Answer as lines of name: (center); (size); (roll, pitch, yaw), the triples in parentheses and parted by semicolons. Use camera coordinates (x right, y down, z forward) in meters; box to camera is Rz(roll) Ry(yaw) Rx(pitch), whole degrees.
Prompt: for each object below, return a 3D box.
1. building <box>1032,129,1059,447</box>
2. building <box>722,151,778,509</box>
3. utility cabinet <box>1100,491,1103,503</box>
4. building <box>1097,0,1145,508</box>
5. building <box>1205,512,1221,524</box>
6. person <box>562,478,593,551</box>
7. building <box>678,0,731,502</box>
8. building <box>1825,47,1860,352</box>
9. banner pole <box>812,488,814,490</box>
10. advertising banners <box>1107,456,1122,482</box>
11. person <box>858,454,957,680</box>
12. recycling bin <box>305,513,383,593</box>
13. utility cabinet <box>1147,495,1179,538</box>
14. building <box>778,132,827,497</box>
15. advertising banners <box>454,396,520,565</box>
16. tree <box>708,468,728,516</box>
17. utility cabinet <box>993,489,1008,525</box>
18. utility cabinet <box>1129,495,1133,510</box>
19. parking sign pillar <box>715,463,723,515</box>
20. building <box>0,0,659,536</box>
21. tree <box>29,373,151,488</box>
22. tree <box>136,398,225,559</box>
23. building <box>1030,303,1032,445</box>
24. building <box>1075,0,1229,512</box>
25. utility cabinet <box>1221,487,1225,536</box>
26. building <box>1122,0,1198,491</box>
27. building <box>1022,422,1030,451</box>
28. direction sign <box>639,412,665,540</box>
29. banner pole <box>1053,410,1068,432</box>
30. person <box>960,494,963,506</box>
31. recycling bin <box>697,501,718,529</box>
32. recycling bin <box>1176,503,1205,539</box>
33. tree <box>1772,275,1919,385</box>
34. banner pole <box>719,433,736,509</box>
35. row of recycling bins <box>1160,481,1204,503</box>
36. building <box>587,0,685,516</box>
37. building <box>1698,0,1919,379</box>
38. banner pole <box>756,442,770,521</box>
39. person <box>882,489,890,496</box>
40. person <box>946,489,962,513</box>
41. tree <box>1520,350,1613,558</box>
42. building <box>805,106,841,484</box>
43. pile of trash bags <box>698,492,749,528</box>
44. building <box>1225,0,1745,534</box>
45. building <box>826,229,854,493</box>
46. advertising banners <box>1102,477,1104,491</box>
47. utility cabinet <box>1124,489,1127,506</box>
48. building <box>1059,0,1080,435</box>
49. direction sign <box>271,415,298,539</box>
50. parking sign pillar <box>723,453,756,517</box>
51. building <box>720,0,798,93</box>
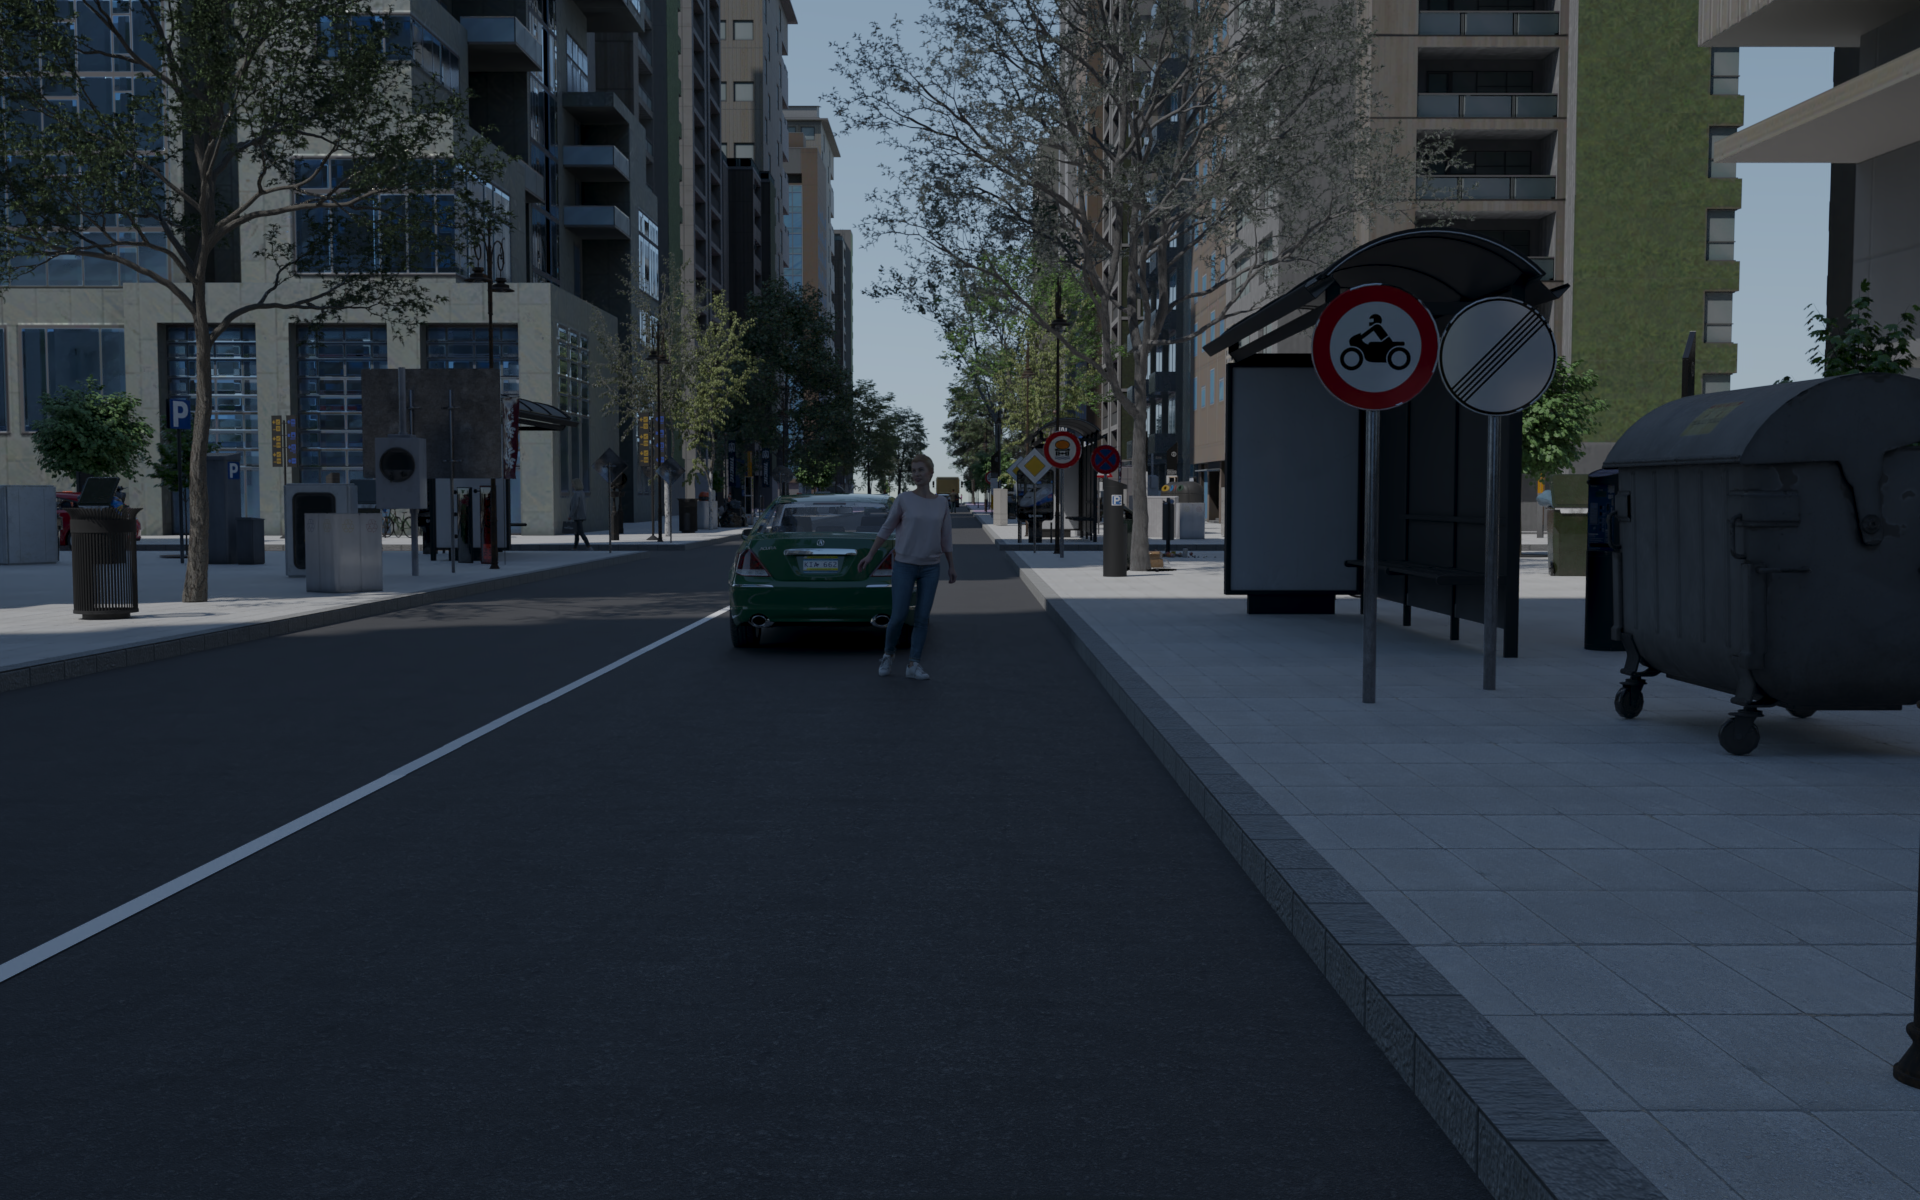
building: (20.475, -36.762, 224.759); (21.300, 48.544, 21.600); (0, 3, 0)
building: (-23.427, -23.044, 148.466); (14.160, 30.474, 14.107); (0, 3, 0)
utility cabinet: (8.688, -5.765, 102.941); (0.318, 1.500, 1.173); (-1, 4, -18)
building: (19.949, -42.553, 133.987); (20.563, 71.187, 20.611); (0, 3, 0)
building: (17.904, -25.962, 74.586); (14.600, 45.320, 14.200); (0, 3, 0)
person: (-8.933, -1.945, 40.489); (0.728, 1.800, 0.709); (1, 4, 11)
building: (-26.517, -42.280, 129.534); (20.563, 71.187, 20.611); (0, 3, 0)
building: (43.055, -26.670, 59.759); (21.600, 48.544, 21.300); (0, 3, 0)
banner pole: (-10.510, -7.978, 120.453); (0.863, 3.779, 0.401); (-1, 4, -12)
advertising banners: (7.224, -5.172, 80.749); (0.090, 3.025, 2.074); (-1, 4, -11)
person: (-0.455, -0.264, 13.493); (0.731, 1.740, 0.598); (-2, 4, -27)
recycling bin: (-8.111, -0.627, 22.803); (0.722, 1.027, 0.722); (3, 4, 37)
utility cabinet: (5.909, -2.440, 51.051); (1.020, 1.237, 0.306); (2, 4, 28)
building: (-24.223, -34.769, 218.587); (14.600, 45.320, 14.200); (0, 3, 0)
advertising banners: (-8.633, -2.166, 31.610); (2.074, 3.025, 0.090); (3, 5, 41)
tree: (-14.021, -6.414, 99.475); (1.663, 3.219, 1.824); (0, 3, 0)
utility cabinet: (1.652, -3.765, 70.238); (0.318, 1.500, 1.173); (-1, 4, -13)
utility cabinet: (8.414, -4.262, 80.843); (1.020, 1.237, 0.306); (2, 4, 24)
parking sign pillar: (-14.527, -7.041, 103.598); (1.447, 3.967, 1.447); (1, 4, 10)
building: (-23.666, -46.076, 66.013); (22.319, 86.520, 31.000); (0, 3, 0)
tree: (-23.605, -3.877, 47.097); (4.285, 4.588, 4.351); (0, 3, 0)
tree: (-15.678, -2.456, 34.752); (1.663, 3.219, 1.824); (0, 3, 0)
building: (16.740, -28.886, 243.991); (14.160, 30.474, 14.107); (0, 3, 0)
building: (17.588, -30.744, 152.768); (14.600, 45.320, 14.200); (0, 3, 0)
utility cabinet: (8.025, -2.653, 52.051); (0.318, 1.500, 1.173); (0, 4, 4)
building: (22.091, -29.672, 104.752); (23.786, 49.044, 30.456); (0, 3, 0)
building: (23.658, -25.751, 266.075); (27.650, 21.520, 28.899); (0, 3, 0)
direction sign: (-8.532, -3.428, 48.047); (0.876, 3.537, 0.379); (2, 4, 27)
banner pole: (2.965, -3.770, 51.659); (0.401, 3.779, 0.863); (-2, 4, -35)
person: (0.104, -12.364, 213.875); (0.599, 1.433, 0.991); (-1, 4, -18)
recycling bin: (-9.330, -3.095, 63.160); (0.722, 1.027, 0.722); (3, 4, 37)
recycling bin: (6.567, -2.250, 49.347); (0.722, 1.027, 0.722); (0, 4, -2)
tree: (8.092, -1.271, 15.379); (1.663, 3.219, 1.824); (0, 3, 0)
banner pole: (-9.392, -4.926, 70.565); (0.863, 3.779, 0.401); (3, 5, 42)
row of recycling bins: (7.341, -3.053, 57.024); (1.069, 1.692, 3.534); (0, 4, -4)
building: (-23.802, -25.339, 97.881); (14.154, 41.232, 14.086); (0, 3, 0)
building: (25.591, -26.016, 14.595); (28.713, 52.752, 27.495); (0, 3, 0)
banner pole: (-9.406, -5.676, 82.815); (0.863, 3.779, 0.401); (2, 4, 33)
person: (-5.728, -7.573, 132.458); (1.348, 1.807, 0.705); (-1, 4, -19)
person: (-0.502, -7.518, 131.449); (1.348, 1.821, 0.705); (0, 4, -1)
tree: (11.585, -3.168, 35.514); (4.285, 4.588, 4.351); (0, 3, 0)
building: (-31.474, -39.750, 239.154); (28.713, 52.752, 27.495); (0, 3, 0)
pile of trash bags: (-9.313, -3.454, 66.233); (1.912, 1.369, 3.447); (0, 4, 8)
building: (17.213, -23.003, 59.699); (14.086, 41.232, 14.154); (0, 3, 0)
building: (-23.442, -35.271, 260.273); (14.154, 41.232, 14.086); (0, 3, 0)
advertising banners: (8.786, -7.104, 112.339); (2.074, 3.025, 0.090); (-1, 4, -22)
utility cabinet: (4.930, -2.735, 53.394); (0.318, 1.500, 1.173); (0, 4, -2)
building: (20.391, -38.639, 173.752); (21.231, 58.520, 28.212); (0, 3, 0)
direction sign: (-19.411, -3.537, 49.821); (0.876, 3.537, 0.379); (1, 4, 21)
parking sign pillar: (-12.075, -6.602, 96.416); (1.447, 3.967, 1.447); (-2, 4, -31)
building: (-31.046, -35.431, 168.533); (28.713, 52.752, 27.495); (0, 3, 0)
